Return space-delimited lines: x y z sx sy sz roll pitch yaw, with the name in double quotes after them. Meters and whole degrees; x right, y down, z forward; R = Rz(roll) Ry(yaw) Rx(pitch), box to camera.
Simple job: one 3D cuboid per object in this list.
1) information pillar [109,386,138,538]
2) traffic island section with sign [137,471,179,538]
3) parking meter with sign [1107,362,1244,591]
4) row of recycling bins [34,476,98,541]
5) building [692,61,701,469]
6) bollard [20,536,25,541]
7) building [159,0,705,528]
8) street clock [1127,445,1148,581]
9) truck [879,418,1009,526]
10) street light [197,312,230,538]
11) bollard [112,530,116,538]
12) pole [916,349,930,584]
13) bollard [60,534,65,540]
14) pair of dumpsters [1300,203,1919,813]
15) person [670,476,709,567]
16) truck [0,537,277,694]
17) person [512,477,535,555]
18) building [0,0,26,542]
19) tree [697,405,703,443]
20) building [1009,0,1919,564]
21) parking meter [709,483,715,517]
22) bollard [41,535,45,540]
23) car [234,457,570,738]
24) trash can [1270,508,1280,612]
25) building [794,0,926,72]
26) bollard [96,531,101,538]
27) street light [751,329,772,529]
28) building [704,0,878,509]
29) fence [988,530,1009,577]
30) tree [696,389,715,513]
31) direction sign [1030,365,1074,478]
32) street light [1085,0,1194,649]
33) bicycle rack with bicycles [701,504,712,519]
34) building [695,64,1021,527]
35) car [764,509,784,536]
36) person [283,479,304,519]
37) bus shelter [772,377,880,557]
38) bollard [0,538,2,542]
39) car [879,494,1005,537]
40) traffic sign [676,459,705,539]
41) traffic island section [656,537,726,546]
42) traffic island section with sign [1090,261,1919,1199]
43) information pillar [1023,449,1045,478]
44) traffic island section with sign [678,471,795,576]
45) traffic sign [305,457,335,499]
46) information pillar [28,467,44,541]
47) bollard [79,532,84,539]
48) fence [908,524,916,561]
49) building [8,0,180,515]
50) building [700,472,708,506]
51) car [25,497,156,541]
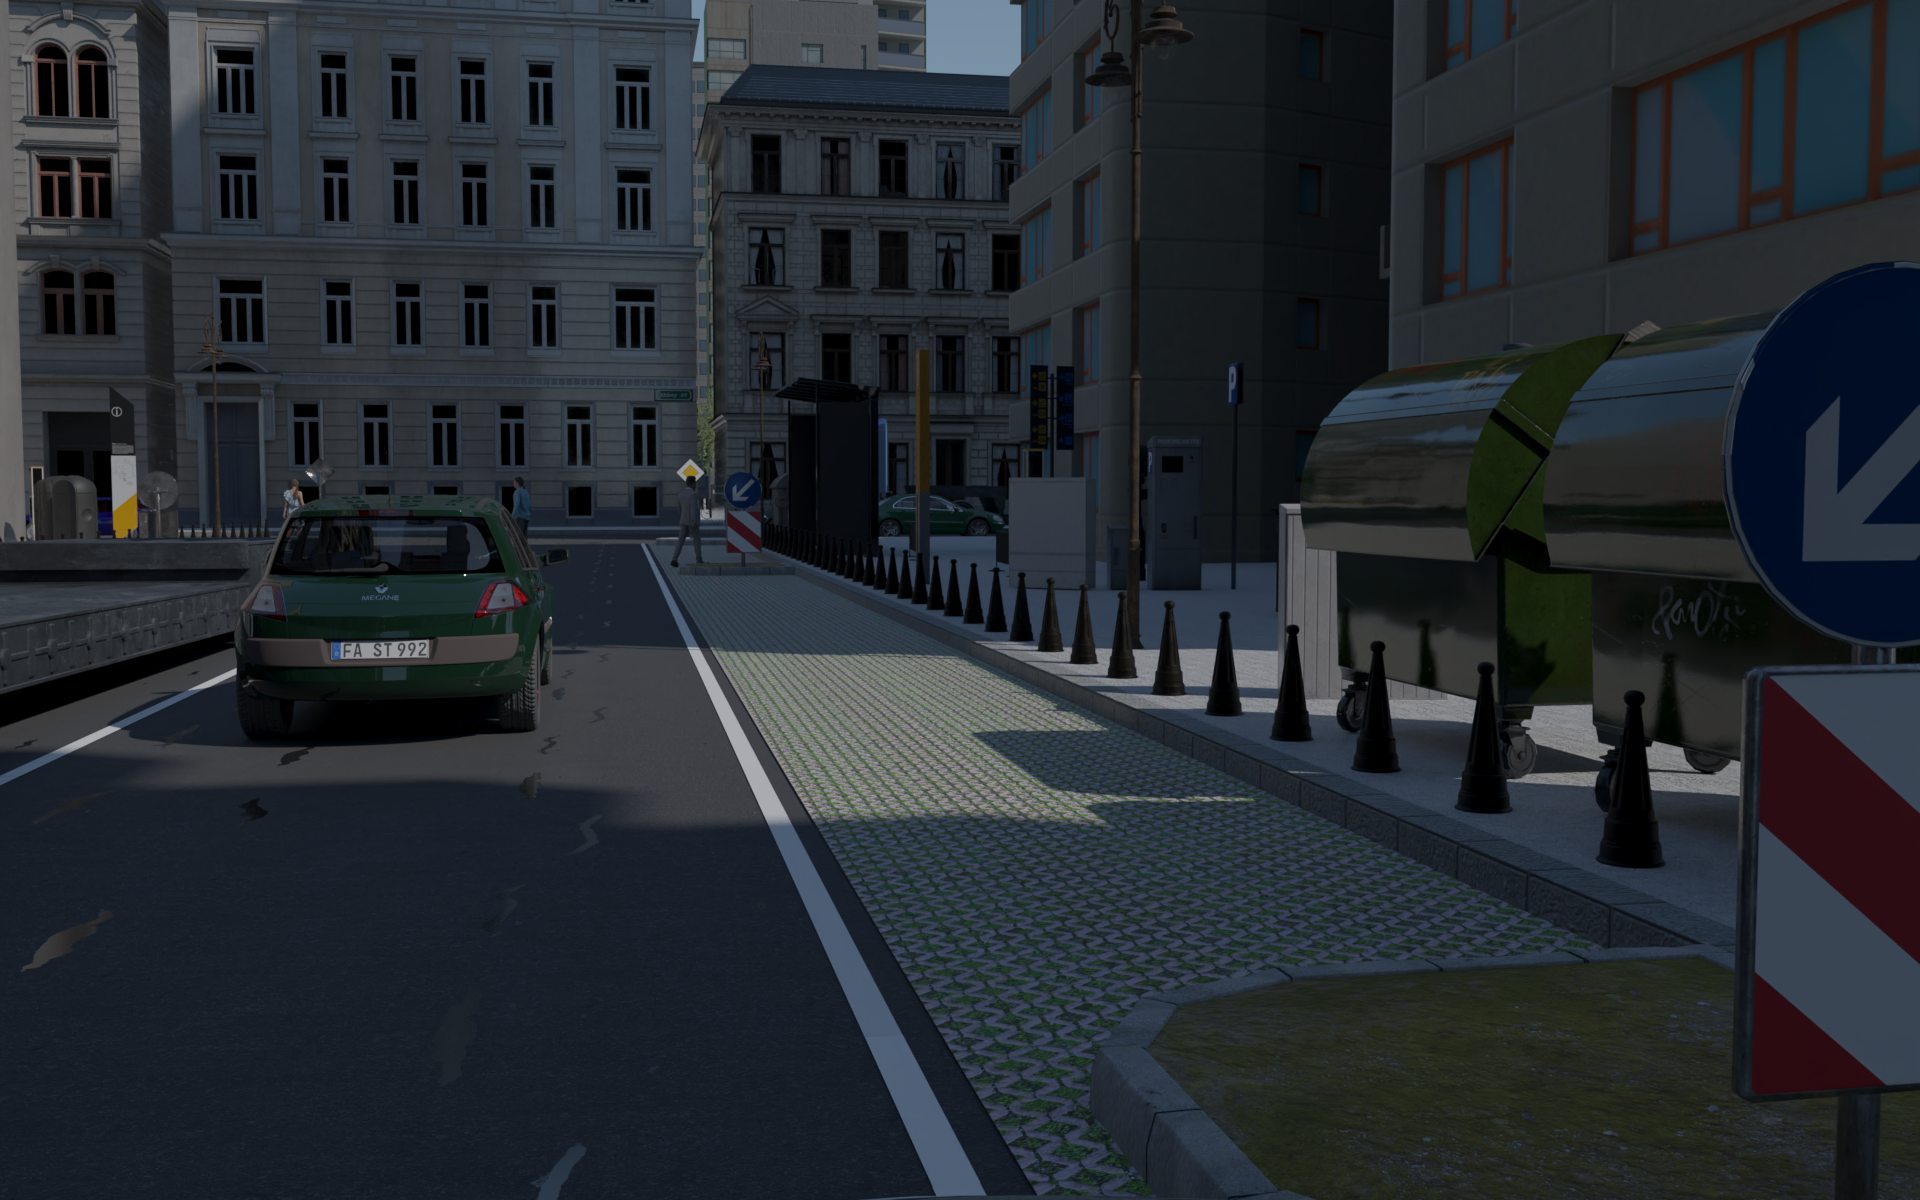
-18.136 -2.824 37.530 0.504 3.616 0.183 -1 4 -17 "information pillar"
-13.562 -1.254 29.138 1.989 1.847 2.006 -1 4 -11 "traffic island section with sign"
2.856 -1.645 23.152 1.738 3.016 0.543 0 4 -4 "parking meter with sign"
-20.581 -1.995 39.736 1.069 1.692 3.534 -3 4 -36 "row of recycling bins"
-33.900 -42.339 234.241 28.212 58.520 21.231 -1 4 -11 "building"
-15.073 -0.722 27.850 0.229 0.601 0.229 0 3 0 "bollard"
-21.029 -17.497 71.979 20.117 28.700 13.634 -1 4 -11 "building"
2.640 -1.284 25.571 0.358 2.002 0.471 0 4 -7 "street clock"
2.817 -4.498 63.302 18.799 4.110 2.967 -1 4 -12 "truck"
-18.982 -4.366 44.164 0.468 5.910 1.993 -1 4 -11 "street light"
-16.080 -1.033 32.939 0.229 0.601 0.229 0 3 0 "bollard"
-0.529 -1.879 24.558 0.158 3.312 0.155 0 3 0 "pole"
-15.472 -0.846 29.879 0.229 0.601 0.229 0 3 0 "bollard"
3.028 -0.300 7.402 1.574 2.255 4.437 -1 4 -11 "pair of dumpsters"
-5.301 -1.531 33.813 0.678 1.792 0.850 3 5 40 "person"
-6.794 -1.257 10.310 2.967 4.110 18.799 -1 4 -10 "truck"
-9.753 -1.846 38.703 0.620 1.820 0.660 1 4 10 "person"
-37.718 -13.729 28.981 34.151 26.468 19.350 -1 4 -11 "building"
-35.933 -18.328 207.092 7.806 13.903 7.818 0 3 0 "tree"
17.497 -11.214 28.391 27.650 21.520 28.899 -1 4 -11 "building"
-13.466 -5.422 94.364 0.399 1.863 0.255 -3 5 -40 "parking meter"
-15.271 -0.784 28.858 0.229 0.601 0.229 0 3 0 "bollard"
-3.666 -0.116 11.685 2.009 1.686 4.222 -1 4 -12 "car"
3.580 -0.384 17.925 0.748 1.137 0.748 0 3 0 "trash can"
-13.983 -38.387 169.629 21.231 58.520 28.212 -1 4 -11 "building"
-15.873 -0.972 31.926 0.229 0.601 0.229 0 3 0 "bollard"
-5.559 -4.633 48.539 0.468 5.910 1.993 -1 4 -11 "street light"
-14.679 -28.388 147.742 14.154 41.232 14.086 -1 4 -11 "building"
0.735 -0.756 27.739 0.278 0.683 2.069 0 4 -8 "fence"
-17.398 -10.223 117.516 4.737 8.622 4.395 0 3 0 "tree"
1.624 -2.361 30.593 0.876 3.537 0.379 -2 4 -26 "direction sign"
1.436 -2.533 14.208 0.468 5.910 1.993 -1 4 -11 "street light"
-11.511 -4.601 88.604 2.925 0.926 2.852 1 4 10 "bicycle rack with bicycles"
-1.266 -12.798 73.881 19.286 19.102 10.561 -1 4 -11 "building"
-4.869 -2.877 56.829 4.222 1.686 2.009 -1 4 -11 "car"
-17.234 -2.221 44.907 0.616 1.811 0.778 1 4 9 "person"
-2.984 -2.858 38.018 1.731 3.624 6.357 -1 4 -11 "bus shelter"
-14.876 -0.661 26.842 0.229 0.601 0.229 0 3 0 "bollard"
-0.995 -2.646 55.062 4.920 1.459 2.131 -1 4 -11 "car"
-7.651 -2.787 49.206 0.795 2.450 0.064 -1 4 -11 "traffic sign"
-7.630 -1.652 49.287 2.009 0.180 2.903 -1 4 -11 "traffic island section"
1.358 0.300 3.723 1.989 1.847 2.006 -1 4 -11 "traffic island section with sign"
1.205 -1.454 28.258 0.304 2.012 0.304 0 4 -7 "information pillar"
-4.054 -1.377 31.134 1.989 1.847 2.006 -1 4 -11 "traffic island section with sign"
-17.461 -2.670 47.298 0.795 2.450 0.064 -1 4 -11 "traffic sign"
-24.810 -2.572 46.549 0.304 2.012 0.304 -3 5 -41 "information pillar"
-15.673 -0.909 30.909 0.229 0.601 0.229 0 3 0 "bollard"
-0.930 -1.160 34.334 0.278 0.683 2.069 0 4 -6 "fence"
-42.558 -17.181 68.304 23.554 28.519 14.401 -1 4 -11 "building"
-18.938 -46.168 193.102 20.563 71.187 20.611 -1 4 -11 "building"
-26.244 -2.414 52.056 3.894 1.354 1.945 -1 4 -11 "car"
